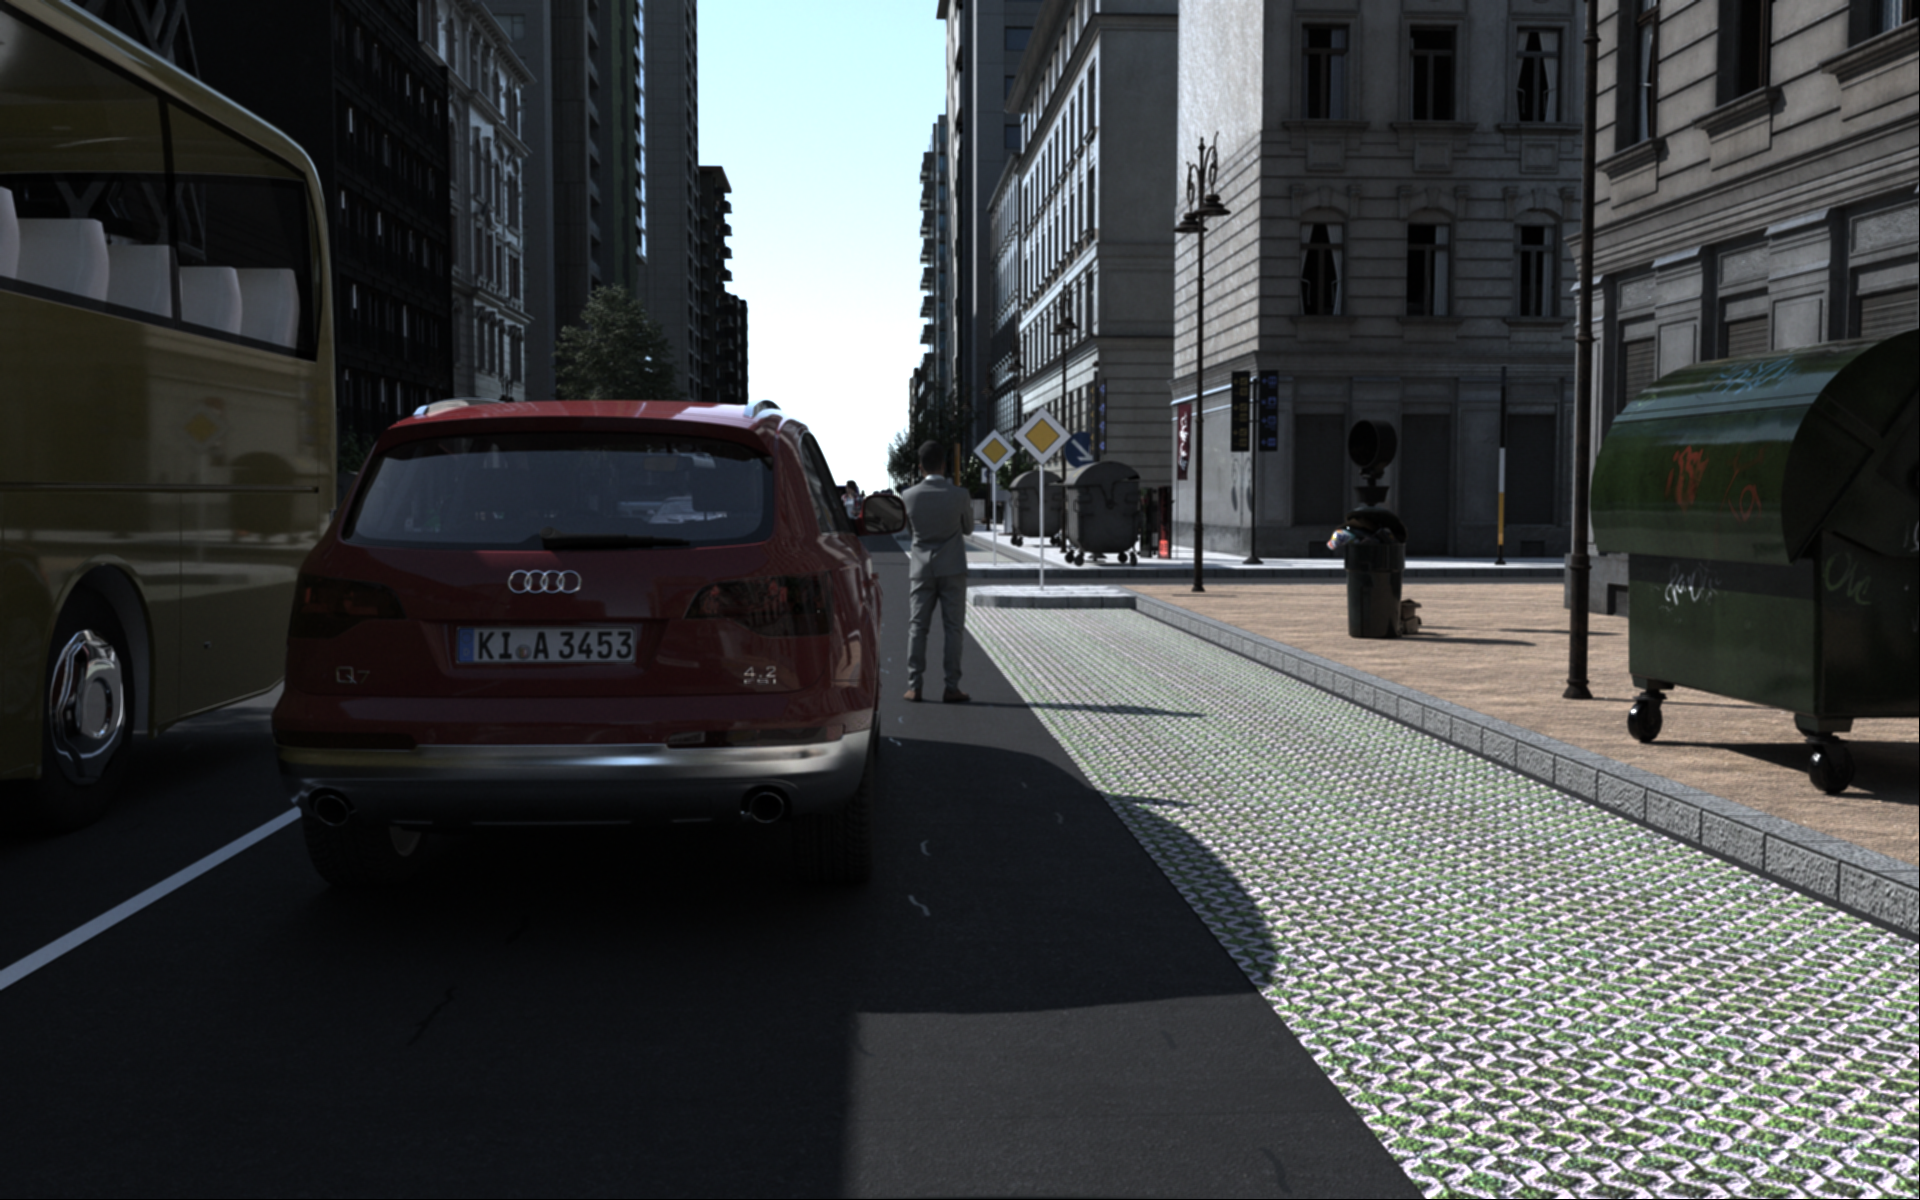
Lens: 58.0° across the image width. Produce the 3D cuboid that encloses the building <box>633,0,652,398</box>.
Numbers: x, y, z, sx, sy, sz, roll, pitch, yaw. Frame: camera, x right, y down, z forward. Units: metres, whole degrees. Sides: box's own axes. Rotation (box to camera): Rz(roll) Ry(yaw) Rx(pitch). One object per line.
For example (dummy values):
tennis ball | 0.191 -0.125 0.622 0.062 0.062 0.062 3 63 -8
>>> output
building | -37.448 -50.993 146.409 22.319 86.520 31.000 0 4 -3

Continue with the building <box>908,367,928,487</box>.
building | 6.704 -24.861 251.519 27.650 21.520 28.899 0 4 -3

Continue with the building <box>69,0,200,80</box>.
building | -26.990 -10.545 39.855 16.820 18.784 16.811 0 4 -3

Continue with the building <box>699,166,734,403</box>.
building | -41.048 -34.876 224.850 22.147 44.769 28.867 0 4 -3

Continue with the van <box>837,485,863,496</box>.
van | -8.110 -7.354 124.619 2.240 2.365 5.245 0 4 -2

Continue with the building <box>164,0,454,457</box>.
building | -26.429 -14.234 62.401 12.332 23.373 15.834 0 4 -3

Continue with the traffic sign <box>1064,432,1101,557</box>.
traffic sign | 2.498 -2.157 35.381 0.768 2.556 0.104 0 4 1

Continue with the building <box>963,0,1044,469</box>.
building | 10.678 -35.468 121.897 21.231 58.520 28.212 0 4 -3

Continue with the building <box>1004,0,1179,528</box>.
building | 11.117 -14.691 73.476 16.112 22.955 30.059 0 4 -3

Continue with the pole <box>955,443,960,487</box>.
pole | -0.106 -4.644 69.774 0.158 3.312 0.155 0 3 0

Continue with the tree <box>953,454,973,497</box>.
tree | 0.699 -4.924 75.111 1.663 3.219 1.824 0 3 0

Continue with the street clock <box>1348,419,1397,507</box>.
street clock | 4.008 -0.753 16.890 0.358 2.002 0.471 -2 4 -26

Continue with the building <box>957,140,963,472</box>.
building | 6.612 -22.825 144.896 14.160 30.474 14.107 0 4 -3

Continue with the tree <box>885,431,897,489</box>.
tree | -3.734 -11.816 143.557 4.737 8.622 4.395 0 3 0

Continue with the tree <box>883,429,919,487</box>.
tree | -5.921 -14.682 190.413 4.360 8.622 3.978 0 3 0

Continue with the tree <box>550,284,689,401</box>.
tree | -18.460 -10.759 94.042 7.486 12.596 7.792 0 3 0

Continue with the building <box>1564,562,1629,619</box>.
building | 11.968 -9.848 10.170 9.793 20.994 18.267 0 4 -3

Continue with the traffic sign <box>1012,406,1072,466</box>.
traffic sign | 1.104 -1.265 22.878 0.795 2.593 0.064 0 4 -3

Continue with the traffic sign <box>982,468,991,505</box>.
traffic sign | 1.124 -3.968 67.007 0.606 2.300 0.079 0 4 1

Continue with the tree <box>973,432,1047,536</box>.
tree | 1.611 -3.637 54.074 1.663 3.219 1.824 0 3 0

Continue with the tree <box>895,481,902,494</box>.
tree | -8.092 -14.778 236.218 1.663 3.219 1.824 0 3 0

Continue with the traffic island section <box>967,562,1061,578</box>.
traffic island section | 0.662 -0.529 30.933 2.009 0.180 2.903 0 4 -3

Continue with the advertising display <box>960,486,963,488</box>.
advertising display | 0.080 -4.914 85.565 0.123 1.923 0.974 0 4 -2

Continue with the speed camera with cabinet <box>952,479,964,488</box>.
speed camera with cabinet | 0.204 -6.724 104.265 0.660 3.252 2.038 -2 4 -28

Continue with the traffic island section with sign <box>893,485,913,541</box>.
traffic island section with sign | -0.994 -2.761 53.764 1.989 1.847 2.006 0 4 -3

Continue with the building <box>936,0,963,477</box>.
building | 12.667 -35.237 165.365 28.713 52.752 27.495 0 4 -3

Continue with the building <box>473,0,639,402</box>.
building | -31.329 -27.034 125.608 14.154 41.232 14.086 0 4 -3

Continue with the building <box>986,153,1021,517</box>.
building | 6.976 -15.187 97.453 9.793 20.994 18.267 0 4 -3

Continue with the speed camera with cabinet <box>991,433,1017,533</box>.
speed camera with cabinet | 1.734 -3.801 56.488 0.660 3.252 2.038 2 4 30

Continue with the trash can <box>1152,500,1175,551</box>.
trash can | 4.467 -1.671 38.970 0.748 1.137 0.748 0 3 0

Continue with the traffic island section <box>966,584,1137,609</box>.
traffic island section | 1.127 -0.042 22.962 2.009 0.180 2.903 0 4 -3

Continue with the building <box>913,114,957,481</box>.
building | 6.139 -36.781 220.974 23.786 49.044 30.456 0 4 -3

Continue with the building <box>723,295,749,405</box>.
building | -37.597 -29.069 246.971 14.160 30.474 14.107 0 4 -3

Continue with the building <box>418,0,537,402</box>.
building | -29.015 -18.012 81.891 14.401 28.519 23.554 0 4 -3

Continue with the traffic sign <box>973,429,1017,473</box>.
traffic sign | 0.639 -1.753 30.849 0.795 2.593 0.064 0 4 -3

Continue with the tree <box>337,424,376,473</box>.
tree | -16.930 -3.269 48.044 1.663 3.219 1.824 0 3 0

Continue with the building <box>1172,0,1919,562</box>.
building | 14.485 -11.617 39.085 18.267 20.994 9.793 0 4 -3

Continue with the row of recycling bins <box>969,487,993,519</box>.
row of recycling bins | 1.128 -5.121 90.837 1.069 1.692 3.534 -1 4 -22

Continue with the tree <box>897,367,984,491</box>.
tree | -0.777 -9.150 99.971 4.737 8.622 4.395 0 3 0

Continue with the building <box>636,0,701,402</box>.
building | -38.534 -46.557 199.456 20.563 71.187 20.611 0 4 -3

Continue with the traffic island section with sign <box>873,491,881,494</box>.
traffic island section with sign | -5.400 -7.373 129.183 1.989 1.847 2.006 0 4 -3

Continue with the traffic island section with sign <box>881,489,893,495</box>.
traffic island section with sign | -2.574 -4.407 80.685 1.989 1.847 2.006 0 4 -3
